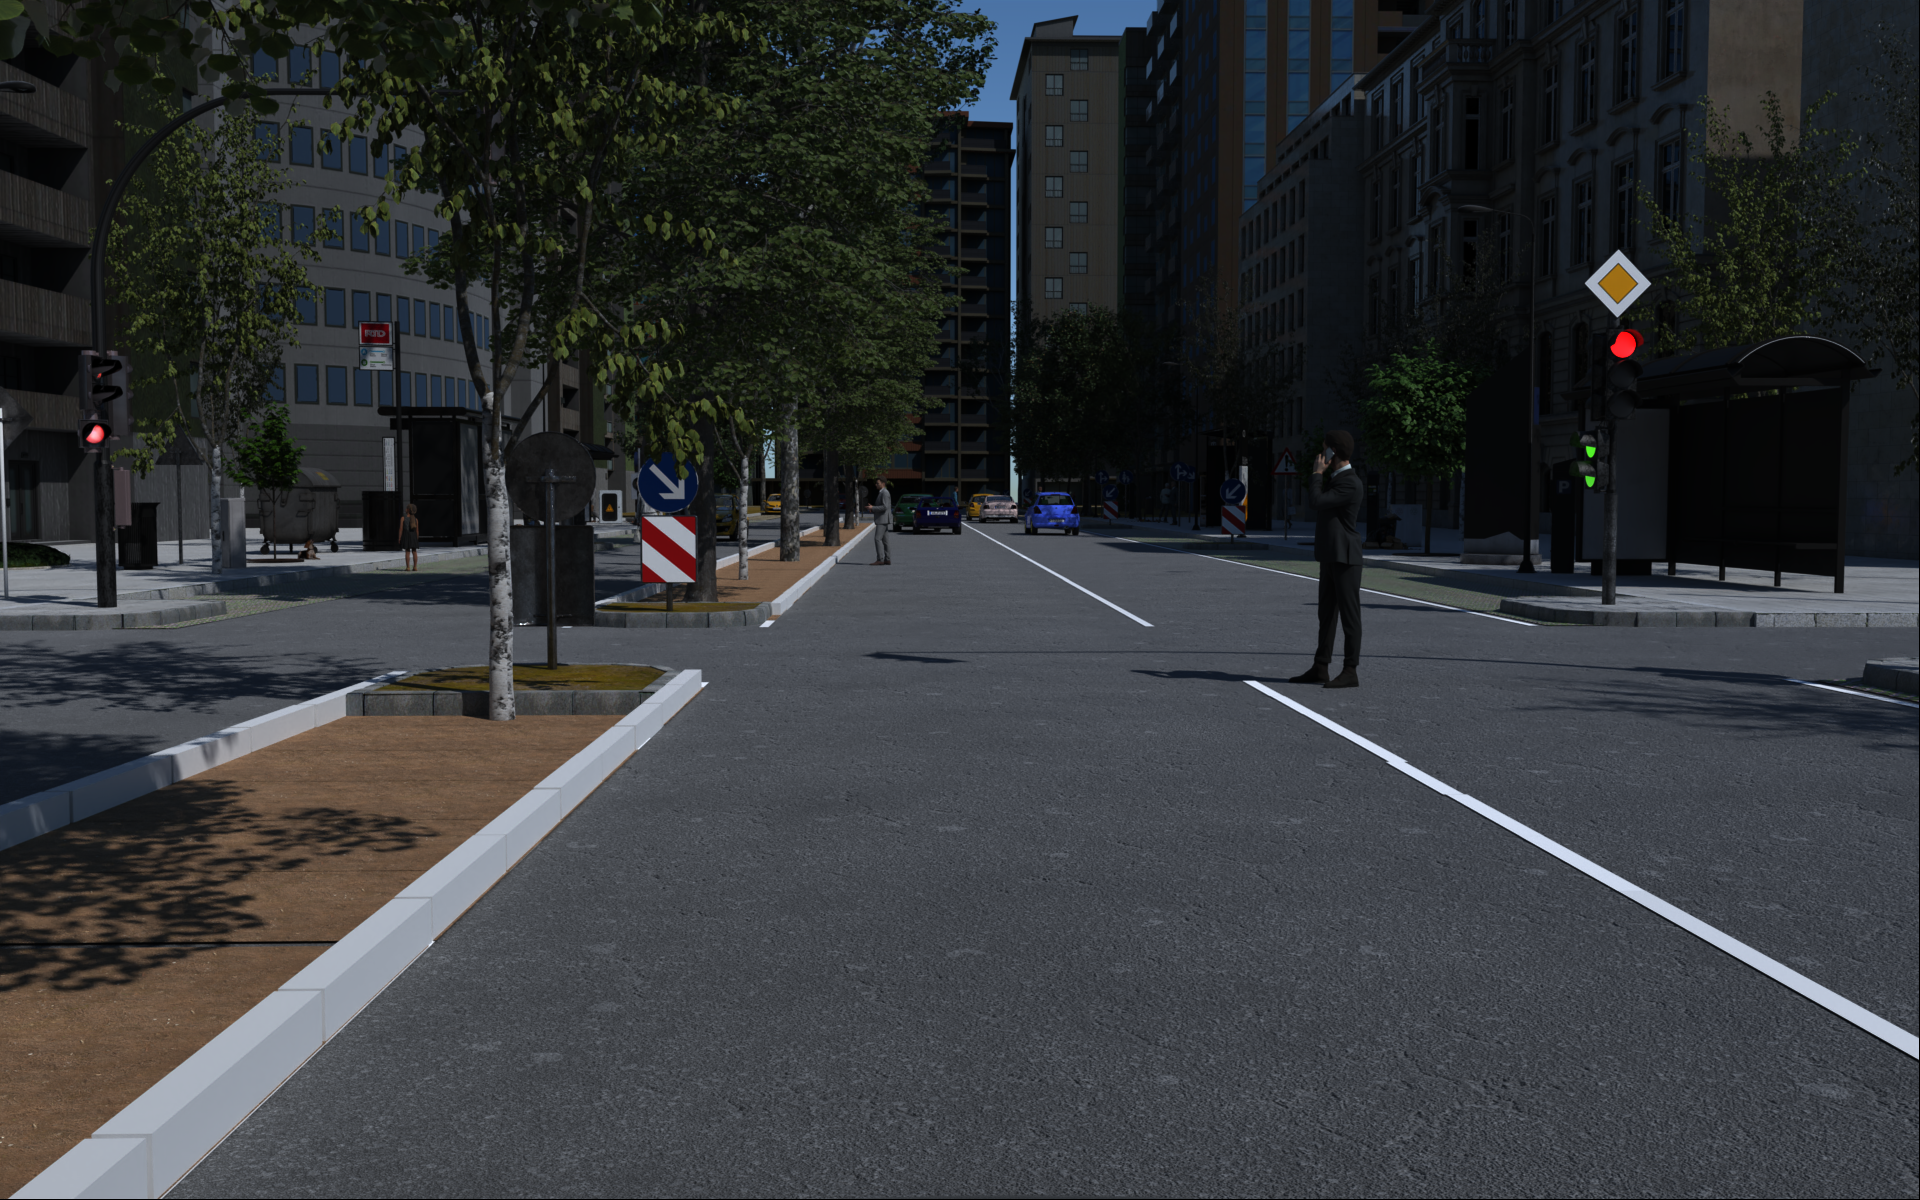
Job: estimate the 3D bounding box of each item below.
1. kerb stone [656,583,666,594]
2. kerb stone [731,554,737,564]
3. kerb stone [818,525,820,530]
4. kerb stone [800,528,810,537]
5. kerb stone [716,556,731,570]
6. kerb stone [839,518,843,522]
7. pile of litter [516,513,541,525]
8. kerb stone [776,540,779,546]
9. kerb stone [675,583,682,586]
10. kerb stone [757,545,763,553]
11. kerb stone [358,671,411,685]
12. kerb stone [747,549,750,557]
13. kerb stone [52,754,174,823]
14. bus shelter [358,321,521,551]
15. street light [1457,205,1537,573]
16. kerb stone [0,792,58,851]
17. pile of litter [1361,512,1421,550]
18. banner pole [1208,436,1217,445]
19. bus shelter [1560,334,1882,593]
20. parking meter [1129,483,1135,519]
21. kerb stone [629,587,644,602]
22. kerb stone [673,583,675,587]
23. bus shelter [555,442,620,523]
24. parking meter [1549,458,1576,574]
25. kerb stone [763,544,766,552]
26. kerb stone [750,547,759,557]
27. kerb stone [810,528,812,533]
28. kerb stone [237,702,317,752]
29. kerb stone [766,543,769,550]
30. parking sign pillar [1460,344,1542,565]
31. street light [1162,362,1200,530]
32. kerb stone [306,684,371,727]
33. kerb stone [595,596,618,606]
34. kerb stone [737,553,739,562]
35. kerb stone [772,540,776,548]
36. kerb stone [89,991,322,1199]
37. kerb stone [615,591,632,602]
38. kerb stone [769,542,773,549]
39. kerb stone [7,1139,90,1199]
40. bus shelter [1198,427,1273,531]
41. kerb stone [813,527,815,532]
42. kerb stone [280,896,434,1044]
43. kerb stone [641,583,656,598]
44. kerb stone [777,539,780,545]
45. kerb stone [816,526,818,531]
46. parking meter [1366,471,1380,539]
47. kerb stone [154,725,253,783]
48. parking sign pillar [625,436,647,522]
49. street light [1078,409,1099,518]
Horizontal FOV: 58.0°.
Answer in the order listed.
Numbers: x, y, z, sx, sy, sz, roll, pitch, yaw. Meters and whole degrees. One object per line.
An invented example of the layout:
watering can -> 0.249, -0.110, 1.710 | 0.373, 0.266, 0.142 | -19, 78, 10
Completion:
kerb stone -> -4.401, -0.166, 24.913 | 0.120, 0.150, 1.000 | 0, 4, -2
kerb stone -> -4.699, -0.793, 35.180 | 0.120, 0.150, 1.000 | 0, 4, -2
kerb stone -> -5.614, -2.737, 66.942 | 0.120, 0.150, 1.000 | 0, 4, -2
kerb stone -> -5.441, -2.359, 60.786 | 0.120, 0.150, 1.000 | 0, 4, -2
kerb stone -> -4.671, -0.731, 34.150 | 0.120, 0.150, 1.000 | 0, 4, -2
kerb stone -> -6.391, -4.368, 93.620 | 0.120, 0.150, 1.000 | 0, 4, -2
pile of litter -> -14.272, -2.597, 56.419 | 1.176, 0.858, 1.719 | 1, 4, 20
kerb stone -> -5.026, -1.475, 46.452 | 0.120, 0.150, 1.000 | 0, 4, -2
kerb stone -> -4.462, -0.287, 26.966 | 0.120, 0.150, 1.000 | 0, 4, -2
kerb stone -> -4.877, -1.168, 41.335 | 0.120, 0.150, 1.000 | 0, 4, -2
kerb stone -> -4.029, 0.620, 12.091 | 0.120, 0.150, 1.000 | 0, 4, -2
kerb stone -> -4.800, -0.981, 38.257 | 0.120, 0.150, 1.000 | 0, 4, -2
kerb stone -> -3.912, 0.870, 7.990 | 0.120, 0.150, 1.000 | 0, 4, -2
bus shelter -> -12.925, -3.994, 42.939 | 2.179, 5.291, 8.768 | 0, 4, -2
street light -> 8.691, -3.394, 28.036 | 1.470, 5.913, 1.316 | 0, 4, -2
kerb stone -> -3.886, 0.931, 6.969 | 0.120, 0.150, 1.000 | 0, 4, -2
pile of litter -> 9.879, -1.615, 40.372 | 1.176, 0.858, 1.719 | -2, 4, -33
banner pole -> 10.025, -4.837, 69.100 | 0.401, 3.779, 0.863 | -2, 4, -24
bus shelter -> 10.583, -1.884, 24.730 | 2.014, 3.302, 5.546 | 0, 4, -2
parking meter -> 8.909, -5.142, 89.786 | 0.255, 1.863, 0.399 | 0, 4, 3
kerb stone -> -4.343, -0.041, 22.870 | 0.120, 0.150, 1.000 | 0, 4, -2
kerb stone -> -4.436, -0.229, 25.944 | 0.120, 0.150, 1.000 | 0, 4, -2
bus shelter -> -14.833, -4.533, 68.035 | 2.014, 3.302, 5.546 | 0, 4, -2
parking meter -> 9.751, -1.367, 28.055 | 0.399, 1.863, 0.255 | 1, 4, 17
kerb stone -> -4.913, -1.232, 42.357 | 0.120, 0.150, 1.000 | 0, 4, -2
kerb stone -> -4.849, -1.108, 40.310 | 0.120, 0.150, 1.000 | 0, 4, -2
kerb stone -> -5.468, -2.423, 61.808 | 0.120, 0.150, 1.000 | 0, 4, -2
kerb stone -> -3.977, 0.743, 10.041 | 0.120, 0.150, 1.000 | 0, 4, -2
kerb stone -> -4.937, -1.296, 43.380 | 0.120, 0.150, 1.000 | 0, 4, -2
parking sign pillar -> 9.953, -2.648, 31.772 | 1.447, 3.967, 1.447 | -3, 5, -42
street light -> 7.821, -5.419, 61.135 | 1.470, 5.913, 1.316 | 0, 4, -2
kerb stone -> -3.994, 0.681, 11.063 | 0.120, 0.150, 1.000 | 0, 4, -2
kerb stone -> -4.288, 0.090, 20.819 | 0.120, 0.150, 1.000 | 0, 4, -2
kerb stone -> -4.725, -0.854, 36.206 | 0.120, 0.150, 1.000 | 0, 4, -2
kerb stone -> -4.993, -1.421, 45.430 | 0.120, 0.150, 1.000 | 0, 4, -2
kerb stone -> -1.694, 1.114, 3.974 | 0.120, 0.150, 1.000 | 0, 4, -2
kerb stone -> -4.305, 0.022, 21.841 | 0.120, 0.150, 1.000 | 0, 4, -2
kerb stone -> -4.966, -1.358, 44.402 | 0.120, 0.150, 1.000 | 0, 4, -2
kerb stone -> -1.667, 1.177, 2.953 | 0.120, 0.150, 1.000 | 0, 4, -2
bus shelter -> 10.019, -4.407, 63.339 | 1.731, 3.624, 6.357 | 0, 4, -2
kerb stone -> -5.531, -2.548, 63.860 | 0.120, 0.150, 1.000 | 0, 4, -2
kerb stone -> -1.723, 1.053, 4.996 | 0.120, 0.150, 1.000 | 0, 4, -2
kerb stone -> -4.369, -0.104, 23.892 | 0.120, 0.150, 1.000 | 0, 4, -2
kerb stone -> -5.055, -1.546, 47.478 | 0.120, 0.150, 1.000 | 0, 4, -2
kerb stone -> -5.597, -2.674, 65.920 | 0.120, 0.150, 1.000 | 0, 4, -2
parking meter -> 10.308, -2.295, 43.233 | 0.255, 1.863, 0.399 | 1, 4, 22
kerb stone -> -3.945, 0.808, 9.020 | 0.120, 0.150, 1.000 | 0, 4, -2
parking sign pillar -> -14.646, -5.567, 79.490 | 1.447, 3.967, 1.447 | 0, 4, -4
street light -> 6.881, -7.457, 94.455 | 1.470, 5.913, 1.316 | 0, 4, -2
